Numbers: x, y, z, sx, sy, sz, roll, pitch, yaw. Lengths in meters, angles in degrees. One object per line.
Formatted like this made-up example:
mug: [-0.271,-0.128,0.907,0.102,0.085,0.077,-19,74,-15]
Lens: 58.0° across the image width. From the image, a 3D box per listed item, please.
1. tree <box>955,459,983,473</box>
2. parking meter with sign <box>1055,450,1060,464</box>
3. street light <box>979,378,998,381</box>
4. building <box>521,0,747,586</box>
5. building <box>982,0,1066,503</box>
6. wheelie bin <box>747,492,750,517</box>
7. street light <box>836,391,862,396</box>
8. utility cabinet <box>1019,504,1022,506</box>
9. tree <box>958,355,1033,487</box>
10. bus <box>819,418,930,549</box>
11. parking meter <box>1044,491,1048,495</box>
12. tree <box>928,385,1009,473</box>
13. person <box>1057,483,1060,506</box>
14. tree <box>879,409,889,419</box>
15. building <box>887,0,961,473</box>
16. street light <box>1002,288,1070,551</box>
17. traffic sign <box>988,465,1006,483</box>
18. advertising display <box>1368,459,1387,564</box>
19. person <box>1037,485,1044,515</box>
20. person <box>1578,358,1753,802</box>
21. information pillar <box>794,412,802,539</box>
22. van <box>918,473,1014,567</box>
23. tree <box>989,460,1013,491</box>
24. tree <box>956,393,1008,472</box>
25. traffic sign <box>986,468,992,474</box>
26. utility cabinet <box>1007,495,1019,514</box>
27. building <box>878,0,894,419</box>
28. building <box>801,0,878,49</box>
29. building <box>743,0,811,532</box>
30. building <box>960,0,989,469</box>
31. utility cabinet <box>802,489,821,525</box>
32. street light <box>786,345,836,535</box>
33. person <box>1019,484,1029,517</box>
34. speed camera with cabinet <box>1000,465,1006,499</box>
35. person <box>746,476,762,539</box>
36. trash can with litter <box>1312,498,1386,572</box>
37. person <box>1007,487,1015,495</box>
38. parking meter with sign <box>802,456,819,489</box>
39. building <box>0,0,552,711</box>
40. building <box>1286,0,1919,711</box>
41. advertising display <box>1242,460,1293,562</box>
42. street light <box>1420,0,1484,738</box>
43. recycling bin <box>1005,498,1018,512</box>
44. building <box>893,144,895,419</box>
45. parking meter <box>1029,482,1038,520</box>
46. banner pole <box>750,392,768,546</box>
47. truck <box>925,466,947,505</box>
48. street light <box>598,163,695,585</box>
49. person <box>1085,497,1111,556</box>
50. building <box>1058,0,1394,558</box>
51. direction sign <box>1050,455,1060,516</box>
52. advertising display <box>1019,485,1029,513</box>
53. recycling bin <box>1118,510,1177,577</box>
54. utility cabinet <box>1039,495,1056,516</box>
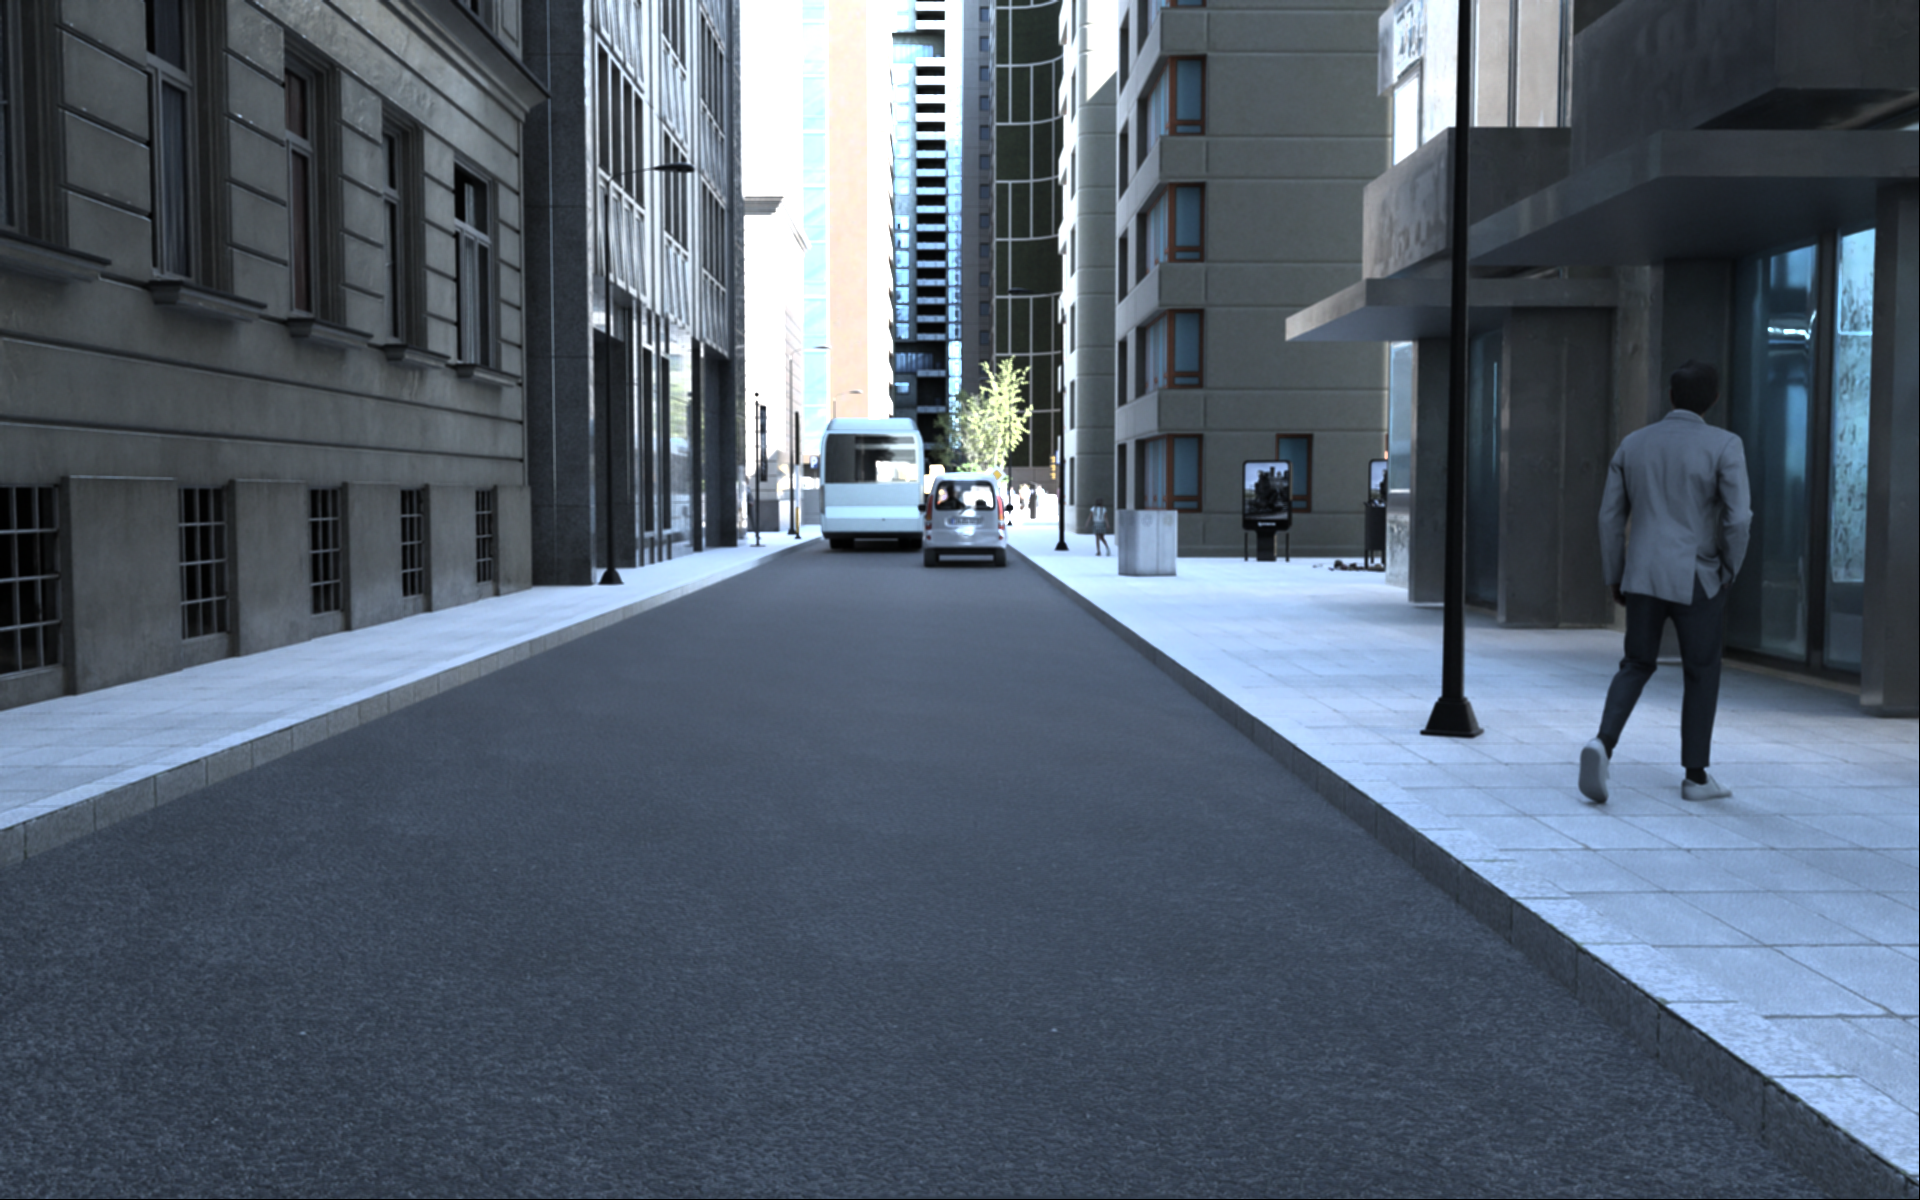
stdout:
tree: [0.867,-10.616,157.286,4.285,4.588,4.351,0,3,0]
parking meter with sign: [4.572,-4.478,69.470,0.543,3.016,1.738,3,5,41]
street light: [1.464,-5.925,69.409,1.470,5.913,1.316,0,4,-1]
building: [-11.300,-13.169,33.343,12.078,24.808,19.932,0,4,-1]
building: [10.860,-47.672,217.696,20.563,71.187,20.611,0,4,-1]
wheelie bin: [-5.838,-2.253,44.748,0.693,1.594,0.980,3,4,37]
street light: [-5.080,-6.438,77.795,1.470,5.913,1.316,0,4,-1]
utility cabinet: [4.736,-7.482,133.499,0.306,1.237,1.020,-3,5,-45]
tree: [1.986,-8.692,92.472,4.737,8.622,4.395,0,3,0]
bus: [-2.282,-3.296,48.756,2.948,3.499,13.247,0,4,-1]
parking meter: [7.296,-8.516,147.652,0.372,1.533,0.369,0,3,0]
tree: [0.704,-12.993,146.849,7.601,10.594,8.767,0,4,1]
person: [4.031,-3.794,68.081,0.388,1.821,0.555,3,5,44]
tree: [-6.444,-9.028,97.974,4.360,8.622,3.978,0,3,0]
building: [-1.072,-57.112,246.453,31.000,86.520,22.319,0,4,-1]
street light: [1.776,-4.081,39.261,1.470,5.913,1.316,0,4,-1]
traffic sign: [1.507,-4.151,70.051,0.795,2.593,0.064,0,4,-1]
advertising display: [7.900,-1.620,31.696,0.123,1.923,0.974,-3,4,-39]
person: [4.927,-6.243,107.978,0.638,1.841,0.748,2,4,35]
person: [2.938,-0.079,7.187,0.795,1.843,0.661,-3,5,-40]
information pillar: [-4.634,-3.556,49.495,0.183,3.616,0.504,0,4,0]
van: [0.119,-1.743,35.516,2.013,2.044,4.112,0,4,1]
tree: [1.850,-6.275,97.197,1.663,3.219,1.824,0,3,0]
tree: [1.680,-10.749,126.111,4.360,8.622,3.978,0,3,0]
traffic sign: [1.403,-4.639,78.035,0.795,2.593,0.064,0,4,-1]
utility cabinet: [3.306,-6.101,110.912,0.306,1.237,1.020,-1,4,-13]
building: [-17.193,-32.990,163.091,21.300,48.544,21.600,0,4,-1]
building: [-11.221,-26.698,86.619,14.600,45.320,14.200,0,4,-1]
building: [-18.258,-16.250,62.943,25.104,27.353,12.463,0,4,-1]
building: [10.582,-39.836,193.315,21.231,58.520,28.212,0,4,-1]
utility cabinet: [-5.842,-3.784,70.547,1.173,1.500,0.318,0,4,6]
street light: [-4.729,-4.992,54.153,1.470,5.913,1.316,0,4,-1]
person: [3.503,-5.460,95.278,0.822,1.834,0.622,-3,4,-36]
speed camera with cabinet: [2.097,-7.545,117.695,2.038,3.252,0.660,2,4,33]
person: [-5.973,-2.629,49.294,0.573,1.790,0.520,1,4,15]
trash can with litter: [6.888,-1.118,29.343,1.678,1.210,2.233,-2,4,-25]
person: [3.750,-7.523,129.227,0.721,1.800,0.419,-1,4,-12]
parking meter with sign: [-7.292,-5.106,79.745,0.543,3.016,1.738,3,5,43]
building: [-12.862,-10.712,8.428,16.112,22.955,30.059,0,4,-1]
building: [15.716,-23.901,10.395,23.786,49.044,30.456,0,4,-1]
advertising display: [5.848,-1.698,32.982,0.974,1.923,0.123,2,4,34]
street light: [2.097,-2.236,9.103,1.470,5.913,1.316,0,4,-1]
recycling bin: [3.664,-6.776,123.339,0.722,1.027,0.722,-2,4,-31]
building: [-14.543,-31.366,196.427,14.154,41.232,14.086,0,4,-1]
parking meter: [3.648,-4.904,85.887,0.399,1.863,0.255,2,4,25]
banner pole: [-4.910,-3.224,42.728,0.401,3.779,0.863,1,4,16]
truck: [-2.409,-7.373,116.474,3.469,3.379,9.791,0,4,-1]
street light: [-4.417,-3.174,24.438,1.470,5.913,1.316,0,4,-1]
person: [2.862,-1.522,35.946,0.505,1.210,0.382,0,4,-6]
building: [17.606,-12.467,48.870,27.650,21.520,28.899,0,4,-1]
direction sign: [5.580,-6.558,99.226,0.876,3.537,0.379,1,4,12]
advertising display: [4.436,-6.818,116.688,0.974,1.923,0.123,-1,4,-20]
recycling bin: [2.955,-0.902,27.310,0.722,1.027,0.722,-1,4,-20]
utility cabinet: [5.122,-5.515,101.337,1.020,1.237,0.306,-2,4,-33]
